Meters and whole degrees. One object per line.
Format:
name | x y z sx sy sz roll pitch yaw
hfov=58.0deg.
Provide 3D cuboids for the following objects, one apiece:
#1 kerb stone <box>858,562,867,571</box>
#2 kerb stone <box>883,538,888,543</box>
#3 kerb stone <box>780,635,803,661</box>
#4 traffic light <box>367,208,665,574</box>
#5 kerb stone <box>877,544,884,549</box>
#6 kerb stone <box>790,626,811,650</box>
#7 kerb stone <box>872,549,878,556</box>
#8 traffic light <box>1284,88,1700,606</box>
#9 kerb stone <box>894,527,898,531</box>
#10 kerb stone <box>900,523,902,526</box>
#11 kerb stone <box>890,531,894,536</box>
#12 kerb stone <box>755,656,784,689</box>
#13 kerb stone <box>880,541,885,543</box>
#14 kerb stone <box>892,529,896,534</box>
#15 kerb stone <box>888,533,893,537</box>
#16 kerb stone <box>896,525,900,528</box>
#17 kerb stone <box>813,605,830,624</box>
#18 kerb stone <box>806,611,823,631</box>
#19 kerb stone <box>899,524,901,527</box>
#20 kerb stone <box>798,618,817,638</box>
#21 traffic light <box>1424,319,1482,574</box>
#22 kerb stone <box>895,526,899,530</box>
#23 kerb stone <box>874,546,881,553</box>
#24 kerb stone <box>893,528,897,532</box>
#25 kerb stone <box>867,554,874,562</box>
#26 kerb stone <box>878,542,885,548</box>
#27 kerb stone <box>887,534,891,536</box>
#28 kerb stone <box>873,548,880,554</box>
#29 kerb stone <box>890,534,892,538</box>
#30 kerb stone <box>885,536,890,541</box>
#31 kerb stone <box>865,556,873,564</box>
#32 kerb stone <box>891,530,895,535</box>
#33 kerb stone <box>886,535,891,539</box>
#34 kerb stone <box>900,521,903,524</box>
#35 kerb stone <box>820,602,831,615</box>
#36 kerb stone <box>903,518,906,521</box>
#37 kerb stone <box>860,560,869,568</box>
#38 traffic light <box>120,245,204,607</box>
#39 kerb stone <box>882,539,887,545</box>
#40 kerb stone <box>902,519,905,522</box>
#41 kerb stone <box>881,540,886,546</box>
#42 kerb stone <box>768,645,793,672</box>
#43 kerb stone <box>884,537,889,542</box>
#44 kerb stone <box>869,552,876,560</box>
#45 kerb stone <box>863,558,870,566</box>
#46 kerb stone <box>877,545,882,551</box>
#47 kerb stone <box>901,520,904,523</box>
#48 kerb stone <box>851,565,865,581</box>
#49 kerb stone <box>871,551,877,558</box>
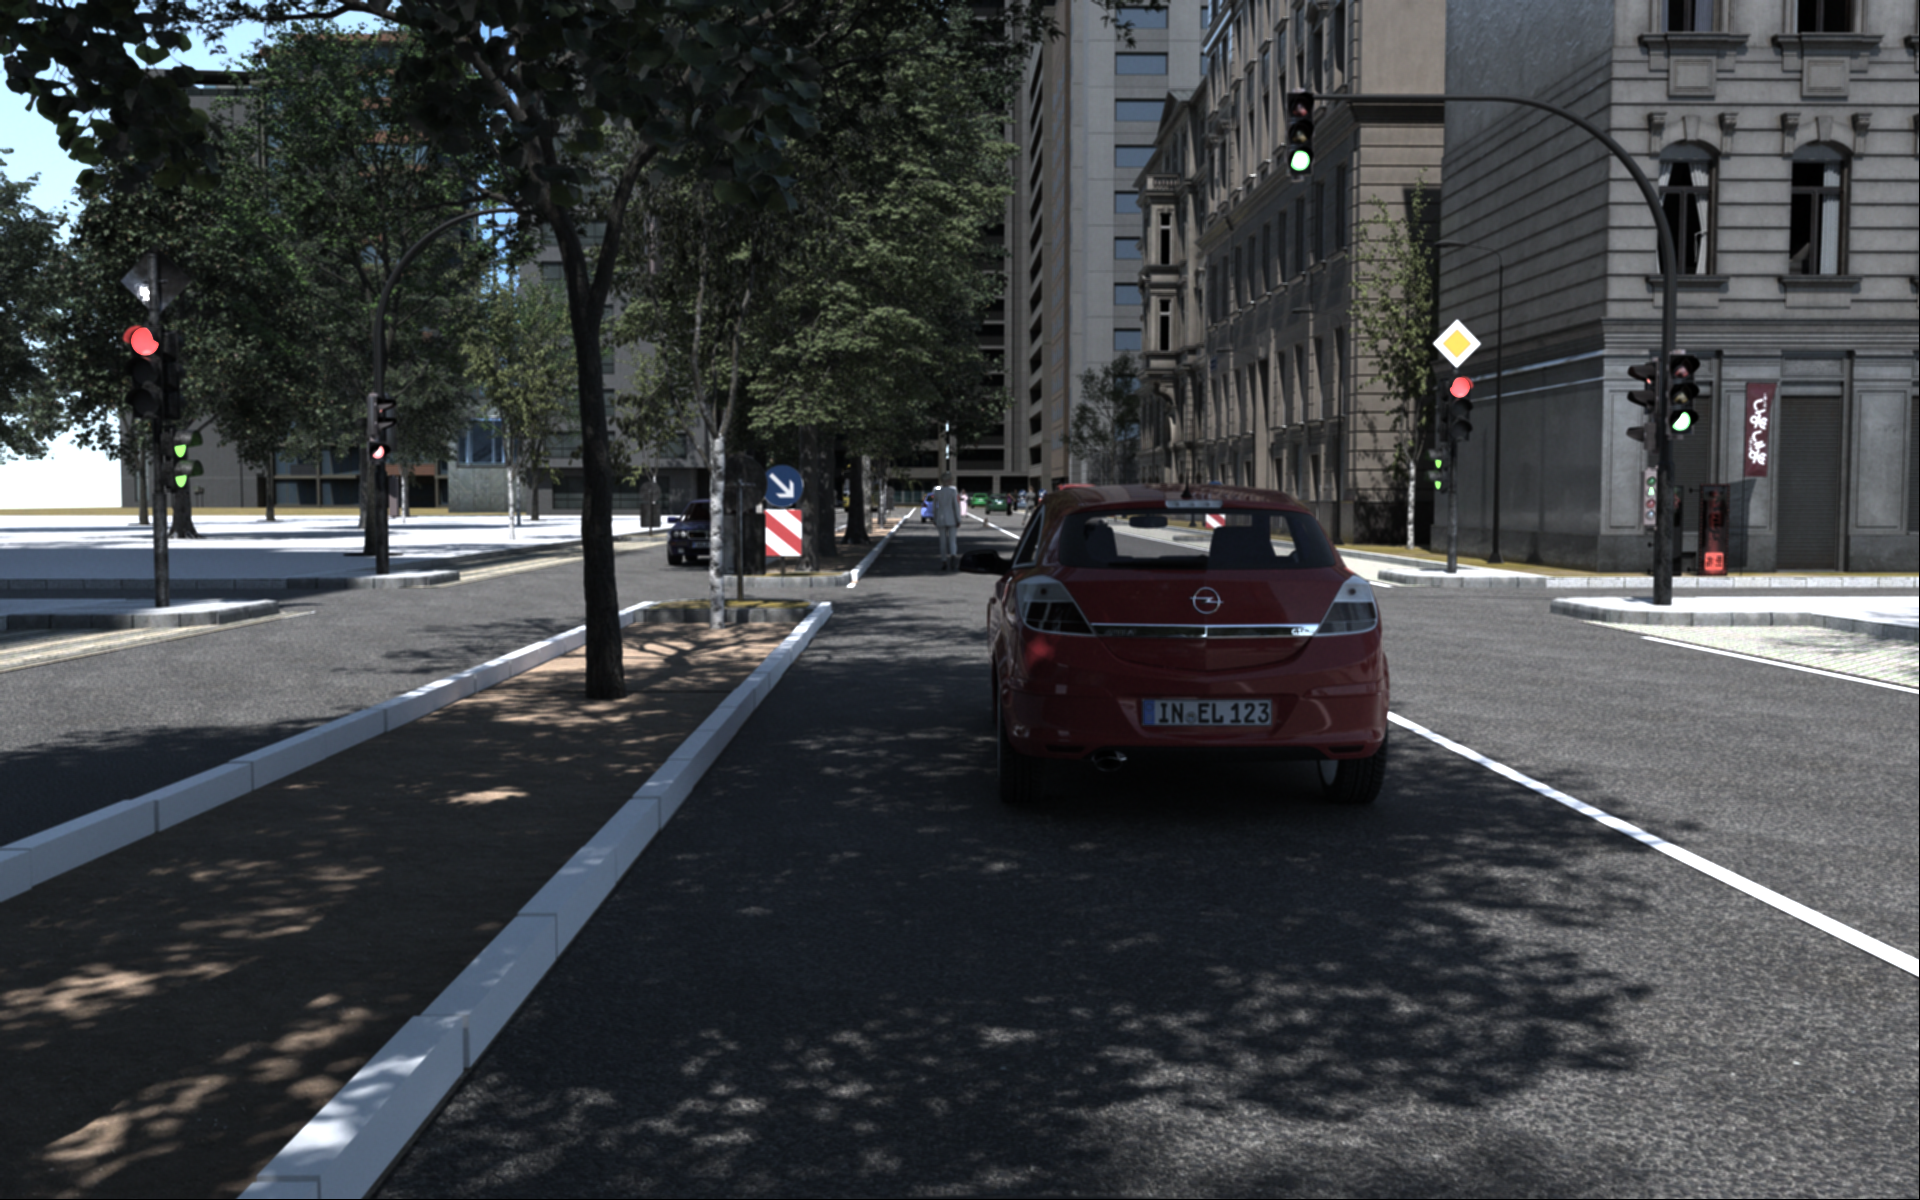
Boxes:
kerb stone | -1.788 -0.535 30.949 0.120 0.150 1.000 0 4 -1
kerb stone | -2.108 -1.539 47.364 0.120 0.150 1.000 0 4 -1
kerb stone | -1.482 0.438 15.032 0.120 0.150 1.000 0 4 -1
traffic light | -7.124 -3.241 27.653 4.771 5.953 1.251 0 4 -1
kerb stone | -2.000 -1.226 42.241 0.120 0.150 1.000 0 4 -1
kerb stone | -1.500 0.376 16.054 0.120 0.150 1.000 0 4 -1
kerb stone | -1.930 -0.973 38.132 0.120 0.150 1.000 0 4 -1
traffic light | 6.007 -2.758 19.757 4.771 5.953 1.251 0 4 -1
kerb stone | -2.385 -2.417 61.718 0.120 0.150 1.000 0 4 -1
kerb stone | -2.548 -2.981 70.935 0.120 0.150 1.000 0 4 -1
kerb stone | -2.259 -2.037 55.562 0.120 0.150 1.000 0 4 -1
kerb stone | -1.442 0.563 12.988 0.120 0.150 1.000 0 4 -1
kerb stone | -2.050 -1.351 44.292 0.120 0.150 1.000 0 4 -1
kerb stone | -2.311 -2.229 58.632 0.120 0.150 1.000 0 4 -1
kerb stone | -2.229 -1.915 53.509 0.120 0.150 1.000 0 4 -1
kerb stone | -2.451 -2.668 65.810 0.120 0.150 1.000 0 4 -1
kerb stone | -1.555 0.187 19.135 0.120 0.150 1.000 0 4 -1
kerb stone | -1.546 0.252 18.103 0.120 0.150 1.000 0 4 -1
kerb stone | -2.514 -2.854 68.888 0.120 0.150 1.000 0 4 -1
kerb stone | -1.527 0.315 17.076 0.120 0.150 1.000 0 4 -1
traffic light | 7.944 -2.385 27.922 0.839 4.253 0.868 0 4 -1
kerb stone | -2.416 -2.543 63.766 0.120 0.150 1.000 0 4 -1
kerb stone | -1.969 -1.098 40.187 0.120 0.150 1.000 0 4 -1
kerb stone | -2.336 -2.291 59.655 0.120 0.150 1.000 0 4 -1
kerb stone | -1.873 -0.783 35.056 0.120 0.150 1.000 0 4 -1
kerb stone | -2.020 -1.289 43.263 0.120 0.150 1.000 0 4 -1
kerb stone | -2.181 -1.790 51.458 0.120 0.150 1.000 0 4 -1
kerb stone | -1.941 -1.037 39.154 0.120 0.150 1.000 0 4 -1
kerb stone | -2.201 -1.850 52.484 0.120 0.150 1.000 0 4 -1
kerb stone | -2.145 -1.665 49.414 0.120 0.150 1.000 0 4 -1
kerb stone | -1.841 -0.722 34.029 0.120 0.150 1.000 0 4 -1
kerb stone | -2.278 -2.103 56.585 0.120 0.150 1.000 0 4 -1
kerb stone | -2.161 -1.727 50.436 0.120 0.150 1.000 0 4 -1
kerb stone | -2.619 -3.166 74.005 0.120 0.150 1.000 0 4 -1
kerb stone | -1.583 0.132 20.157 0.120 0.150 1.000 0 4 -1
kerb stone | -2.771 -3.670 82.198 0.120 0.150 1.000 0 4 -1
kerb stone | -1.805 -0.598 31.977 0.120 0.150 1.000 0 4 -1
traffic light | -9.061 -1.876 19.594 0.839 4.253 0.868 0 4 -1
kerb stone | -2.082 -1.473 46.340 0.120 0.150 1.000 0 4 -1
kerb stone | -2.734 -3.543 80.148 0.120 0.150 1.000 0 4 -1
kerb stone | -2.067 -1.414 45.316 0.120 0.150 1.000 0 4 -1
kerb stone | -1.469 0.501 14.010 0.120 0.150 1.000 0 4 -1
kerb stone | -2.120 -1.600 48.386 0.120 0.150 1.000 0 4 -1
kerb stone | -1.882 -0.848 36.078 0.120 0.150 1.000 0 4 -1
kerb stone | -1.834 -0.661 33.002 0.120 0.150 1.000 0 4 -1
kerb stone | -1.991 -1.164 41.219 0.120 0.150 1.000 0 4 -1
kerb stone | -2.671 -3.348 77.082 0.120 0.150 1.000 0 4 -1
kerb stone | -1.770 -0.472 29.927 0.120 0.150 1.000 0 4 -1
kerb stone | -1.903 -0.912 37.100 0.120 0.150 1.000 0 4 -1
